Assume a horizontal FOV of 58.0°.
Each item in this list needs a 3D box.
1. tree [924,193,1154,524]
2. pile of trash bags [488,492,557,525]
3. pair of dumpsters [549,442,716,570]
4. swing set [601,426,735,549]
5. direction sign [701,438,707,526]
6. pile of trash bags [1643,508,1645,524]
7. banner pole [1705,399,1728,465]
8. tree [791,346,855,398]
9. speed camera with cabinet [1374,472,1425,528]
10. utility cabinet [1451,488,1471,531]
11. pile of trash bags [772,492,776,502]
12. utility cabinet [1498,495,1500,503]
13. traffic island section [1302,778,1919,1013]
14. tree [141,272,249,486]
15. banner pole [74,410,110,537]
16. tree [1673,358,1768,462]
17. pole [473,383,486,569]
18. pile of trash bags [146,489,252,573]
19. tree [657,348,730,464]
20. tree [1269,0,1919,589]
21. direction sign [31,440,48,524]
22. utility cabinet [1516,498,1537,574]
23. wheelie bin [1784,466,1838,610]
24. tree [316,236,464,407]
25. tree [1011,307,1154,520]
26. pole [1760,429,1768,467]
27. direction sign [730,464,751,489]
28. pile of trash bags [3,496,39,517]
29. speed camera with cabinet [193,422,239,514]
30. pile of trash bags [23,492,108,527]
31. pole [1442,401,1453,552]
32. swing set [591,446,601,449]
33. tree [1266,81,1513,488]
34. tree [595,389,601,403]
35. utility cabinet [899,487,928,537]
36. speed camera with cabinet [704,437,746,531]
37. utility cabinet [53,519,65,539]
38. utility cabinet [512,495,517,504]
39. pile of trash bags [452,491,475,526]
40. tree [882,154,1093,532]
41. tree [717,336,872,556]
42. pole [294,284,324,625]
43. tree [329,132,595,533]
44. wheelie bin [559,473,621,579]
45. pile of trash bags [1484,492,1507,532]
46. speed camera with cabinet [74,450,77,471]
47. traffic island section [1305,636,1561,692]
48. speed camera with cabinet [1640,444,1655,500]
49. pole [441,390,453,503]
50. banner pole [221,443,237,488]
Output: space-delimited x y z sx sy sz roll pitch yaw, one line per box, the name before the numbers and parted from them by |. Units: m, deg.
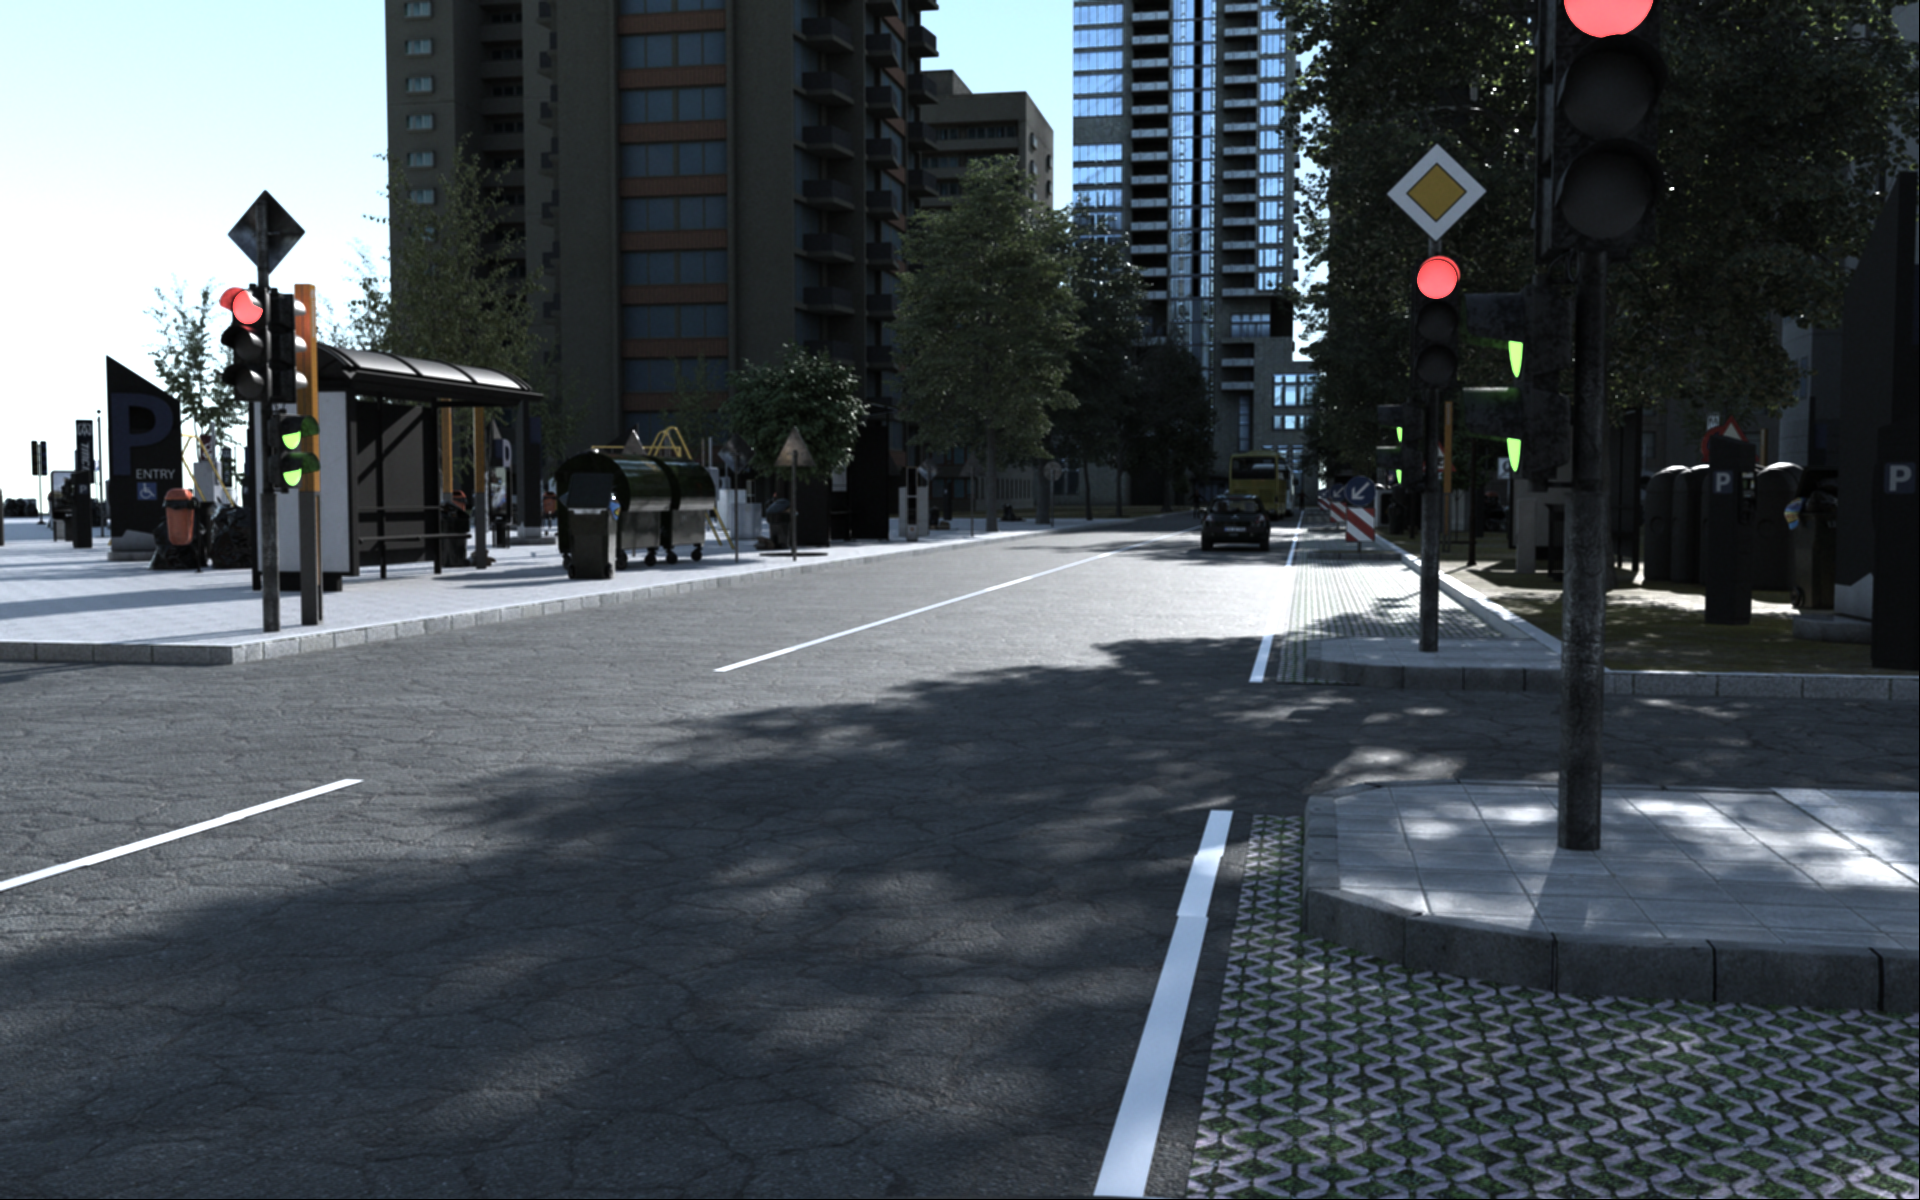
tree | 3.437 -10.216 73.681 9.857 13.997 8.962 0 3 0
pile of trash bags | -18.147 -3.719 70.564 3.447 1.369 1.912 -2 4 -26
pair of dumpsters | -5.837 -1.754 31.164 1.574 2.255 4.437 1 4 11
swing set | -7.000 -2.682 41.465 2.862 2.851 3.119 -1 4 -14
direction sign | -10.490 -4.813 70.686 0.379 3.537 0.876 0 4 -2
pile of trash bags | 29.698 -3.960 74.499 3.447 1.369 1.912 1 4 15
banner pole | 20.123 -3.428 46.066 0.401 3.779 0.863 -1 4 -23
tree | -7.254 -8.240 85.091 4.737 8.622 4.395 0 3 0
speed camera with cabinet | 17.019 -4.418 66.563 2.038 3.252 0.660 0 4 2
utility cabinet | 17.094 -3.116 59.620 0.318 1.500 1.173 -1 4 -22
pile of trash bags | -5.250 -3.312 63.910 3.447 1.369 1.912 1 4 9
utility cabinet | 23.579 -4.051 77.402 1.020 1.237 0.306 0 4 7
traffic island section | 2.270 0.978 6.293 2.009 0.180 2.903 1 4 11
tree | -25.284 -6.595 58.193 4.737 8.622 4.395 0 3 0
banner pole | -25.694 -3.746 51.266 0.863 3.779 0.401 -2 4 -25
tree | 36.074 -8.054 82.052 4.737 8.622 4.395 0 3 0
pole | -8.214 -2.187 29.604 0.158 3.312 0.155 0 3 0
pile of trash bags | -12.977 -1.218 29.667 1.912 1.369 3.447 -1 4 -11
tree | -13.605 -8.421 88.048 4.737 8.622 4.395 0 3 0
tree | 8.674 -7.131 23.240 9.857 13.997 8.962 0 3 0
direction sign | -39.077 -4.989 73.569 0.379 3.537 0.876 1 4 12
utility cabinet | 9.272 -1.053 28.384 0.306 1.237 1.020 1 4 17
wheelie bin | 9.785 -0.702 19.380 0.980 1.594 0.693 0 4 3
tree | -16.067 -6.011 48.637 4.360 8.622 3.978 0 3 0
tree | 6.052 -9.183 84.553 7.601 10.594 8.767 2 4 31
pole | 25.038 -3.680 54.008 0.158 3.312 0.155 0 3 0
direction sign | -8.586 -4.630 67.693 0.876 3.537 0.379 -2 4 -33
pile of trash bags | -52.989 -5.259 95.739 1.912 1.369 3.447 3 5 43
speed camera with cabinet | -20.612 -3.280 47.971 0.660 3.252 2.038 0 4 -5
pile of trash bags | -34.400 -3.501 66.989 1.912 1.369 3.447 0 4 -7
pole | 10.733 -2.708 38.112 0.158 3.312 0.155 0 3 0
swing set | -10.702 -3.612 56.680 3.119 2.851 2.862 -1 4 -14
tree | 19.843 -13.543 77.311 12.611 20.169 13.585 0 3 0
tree | -18.623 -7.804 77.957 4.737 8.622 4.395 0 3 0
utility cabinet | -1.403 -2.641 51.864 0.318 1.500 1.173 2 4 31
speed camera with cabinet | -8.388 -4.060 60.716 0.660 3.252 2.038 2 4 35
utility cabinet | -25.556 -2.491 49.402 0.318 1.500 1.173 -1 4 -14
utility cabinet | -23.970 -4.980 92.583 0.306 1.237 1.020 -2 4 -30
pile of trash bags | -14.096 -2.053 43.324 3.447 1.369 1.912 -2 4 -24
tree | 0.843 -8.573 58.292 7.486 12.596 7.792 0 3 0
tree | -3.431 -3.216 36.294 4.285 4.588 4.351 0 3 0
pole | -6.364 -1.412 16.925 0.158 3.312 0.155 0 3 0
tree | -10.721 -5.242 36.067 4.737 8.622 4.395 0 3 0
wheelie bin | -5.588 -1.123 26.262 0.980 1.594 0.693 0 4 4
pile of trash bags | 18.800 -3.043 59.501 1.912 1.369 3.447 0 4 -7
speed camera with cabinet | -40.186 -5.116 77.988 0.660 3.252 2.038 -3 5 -42
traffic island section | 3.842 0.499 14.123 2.009 0.180 2.903 1 4 11
speed camera with cabinet | 26.437 -4.549 68.720 2.038 3.252 0.660 1 4 17
pole | -9.680 -2.376 32.694 0.158 3.312 0.155 0 3 0
banner pole | -34.664 -5.646 82.330 0.863 3.779 0.401 -1 4 -11
